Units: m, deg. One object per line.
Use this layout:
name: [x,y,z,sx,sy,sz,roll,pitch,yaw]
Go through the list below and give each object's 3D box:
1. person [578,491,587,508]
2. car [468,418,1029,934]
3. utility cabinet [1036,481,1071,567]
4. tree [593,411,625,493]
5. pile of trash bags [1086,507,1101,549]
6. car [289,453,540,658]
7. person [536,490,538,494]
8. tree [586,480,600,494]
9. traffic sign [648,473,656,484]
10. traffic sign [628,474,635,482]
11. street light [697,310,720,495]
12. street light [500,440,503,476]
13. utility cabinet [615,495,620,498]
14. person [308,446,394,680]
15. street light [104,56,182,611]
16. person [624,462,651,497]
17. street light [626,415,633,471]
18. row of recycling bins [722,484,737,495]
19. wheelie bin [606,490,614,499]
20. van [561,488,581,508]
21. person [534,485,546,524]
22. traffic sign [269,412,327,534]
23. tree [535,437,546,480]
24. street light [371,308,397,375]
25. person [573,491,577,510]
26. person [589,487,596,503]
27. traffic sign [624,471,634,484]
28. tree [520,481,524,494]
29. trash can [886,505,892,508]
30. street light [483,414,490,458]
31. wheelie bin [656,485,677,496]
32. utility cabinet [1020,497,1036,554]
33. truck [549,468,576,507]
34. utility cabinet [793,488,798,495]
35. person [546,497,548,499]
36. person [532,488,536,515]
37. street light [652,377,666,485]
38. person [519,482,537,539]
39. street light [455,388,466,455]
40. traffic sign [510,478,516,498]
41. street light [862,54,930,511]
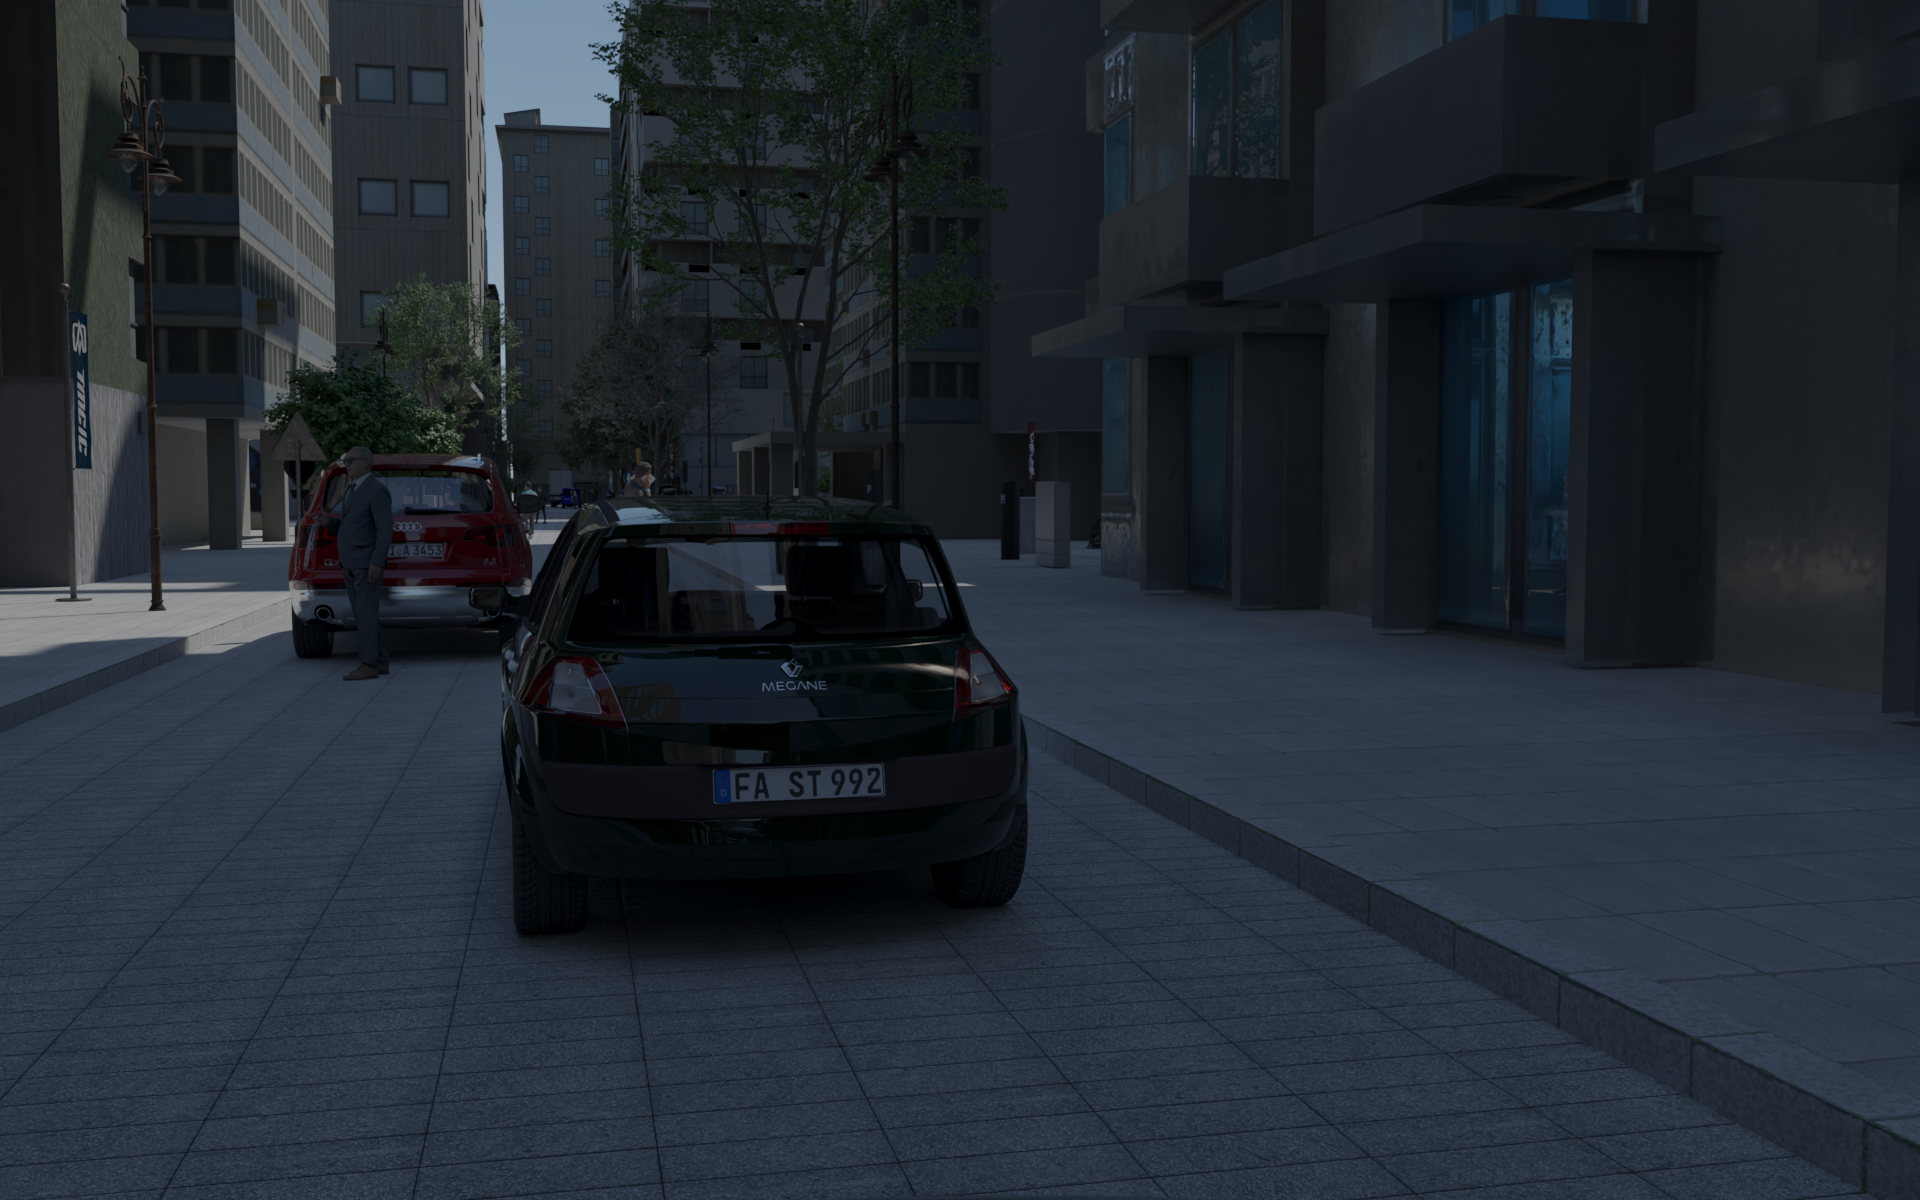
person: [-34.926,-9.247,160.235,0.990,1.755,0.434,2,4,25]
car: [-1.004,0.160,7.178,2.009,1.686,4.222,-1,4,-15]
utility cabinet: [1.638,-1.327,30.372,0.318,1.500,1.173,-1,4,-13]
tree: [-30.778,-12.381,152.790,4.360,8.622,3.978,0,3,0]
pile of trash bags: [4.419,-1.946,41.565,1.912,1.369,3.447,2,4,27]
car: [-5.237,-0.500,16.845,2.281,1.827,5.304,-1,4,-15]
person: [-39.052,-9.246,159.757,0.705,1.814,1.350,-3,4,-37]
tree: [-44.549,-13.276,211.666,1.663,3.219,1.824,0,3,0]
traffic sign: [-12.479,-3.985,68.796,0.795,2.450,0.064,-1,4,-13]
traffic sign: [-14.260,-4.461,76.581,0.795,2.450,0.064,-1,4,-13]
street light: [-6.306,-4.326,43.520,0.468,5.910,1.993,-1,4,-13]
street light: [-33.054,-9.306,124.944,0.468,5.910,1.993,-1,4,-13]
utility cabinet: [-27.735,-7.854,139.568,1.020,1.237,0.306,-3,4,-39]
person: [-4.724,-0.295,13.507,0.661,1.801,0.590,3,5,43]
street light: [-8.833,-2.819,18.878,0.468,5.910,1.993,-1,4,-13]
person: [-4.160,-0.871,22.555,0.447,1.846,0.655,-2,4,-25]
street light: [-18.941,-7.721,99.022,0.468,5.910,1.993,-1,4,-13]
row of recycling bins: [-8.654,-3.737,68.216,1.069,1.692,3.534,-2,4,-24]
wheelie bin: [-27.784,-7.936,137.656,0.693,1.594,0.980,-1,4,-16]
van: [-39.040,-10.377,174.041,2.240,2.365,5.245,-1,4,-11]
person: [-20.175,-4.580,83.166,0.755,1.850,0.659,2,4,34]
traffic sign: [-10.455,-1.674,27.376,0.884,2.594,0.081,0,4,-5]
tree: [-44.304,-13.677,173.974,4.360,8.622,3.978,0,3,0]
street light: [-14.321,-4.305,43.182,0.468,5.910,1.993,-1,4,-13]
person: [-34.879,-9.059,157.337,0.721,1.736,1.217,-1,4,-12]
person: [-25.903,-6.999,122.299,0.648,1.900,0.474,2,4,27]
traffic sign: [-18.330,-5.891,96.419,0.768,2.556,0.104,0,4,-6]
tree: [-47.947,-11.669,185.393,1.663,3.219,1.824,0,3,0]
trash can: [-1.194,-0.661,22.469,0.748,1.137,0.748,0,3,0]
street light: [-27.302,-7.780,99.993,0.468,5.910,1.993,-1,4,-13]
wheelie bin: [-9.813,-3.087,58.380,0.980,1.594,0.693,-2,4,-27]
utility cabinet: [1.438,-1.586,37.100,1.020,1.237,0.306,-1,4,-13]
truck: [-44.207,-12.449,192.459,2.839,4.237,11.283,-1,4,-11]
utility cabinet: [-6.710,-3.625,67.949,1.173,1.500,0.318,-1,4,-17]
person: [-39.832,-9.554,164.705,1.348,1.824,0.705,0,4,4]
person: [-29.582,-6.816,120.041,0.679,1.850,0.850,2,4,26]
street light: [-11.883,-5.849,68.411,0.468,5.910,1.993,-1,4,-13]
person: [-13.690,-2.846,55.047,0.620,1.820,0.660,3,4,39]
street light: [-21.798,-6.294,75.692,0.468,5.910,1.993,-1,4,-13]
traffic sign: [-35.458,-8.362,136.822,0.768,2.556,0.104,-1,4,-10]
street light: [-0.705,-2.814,18.803,0.468,5.910,1.993,-1,4,-13]
